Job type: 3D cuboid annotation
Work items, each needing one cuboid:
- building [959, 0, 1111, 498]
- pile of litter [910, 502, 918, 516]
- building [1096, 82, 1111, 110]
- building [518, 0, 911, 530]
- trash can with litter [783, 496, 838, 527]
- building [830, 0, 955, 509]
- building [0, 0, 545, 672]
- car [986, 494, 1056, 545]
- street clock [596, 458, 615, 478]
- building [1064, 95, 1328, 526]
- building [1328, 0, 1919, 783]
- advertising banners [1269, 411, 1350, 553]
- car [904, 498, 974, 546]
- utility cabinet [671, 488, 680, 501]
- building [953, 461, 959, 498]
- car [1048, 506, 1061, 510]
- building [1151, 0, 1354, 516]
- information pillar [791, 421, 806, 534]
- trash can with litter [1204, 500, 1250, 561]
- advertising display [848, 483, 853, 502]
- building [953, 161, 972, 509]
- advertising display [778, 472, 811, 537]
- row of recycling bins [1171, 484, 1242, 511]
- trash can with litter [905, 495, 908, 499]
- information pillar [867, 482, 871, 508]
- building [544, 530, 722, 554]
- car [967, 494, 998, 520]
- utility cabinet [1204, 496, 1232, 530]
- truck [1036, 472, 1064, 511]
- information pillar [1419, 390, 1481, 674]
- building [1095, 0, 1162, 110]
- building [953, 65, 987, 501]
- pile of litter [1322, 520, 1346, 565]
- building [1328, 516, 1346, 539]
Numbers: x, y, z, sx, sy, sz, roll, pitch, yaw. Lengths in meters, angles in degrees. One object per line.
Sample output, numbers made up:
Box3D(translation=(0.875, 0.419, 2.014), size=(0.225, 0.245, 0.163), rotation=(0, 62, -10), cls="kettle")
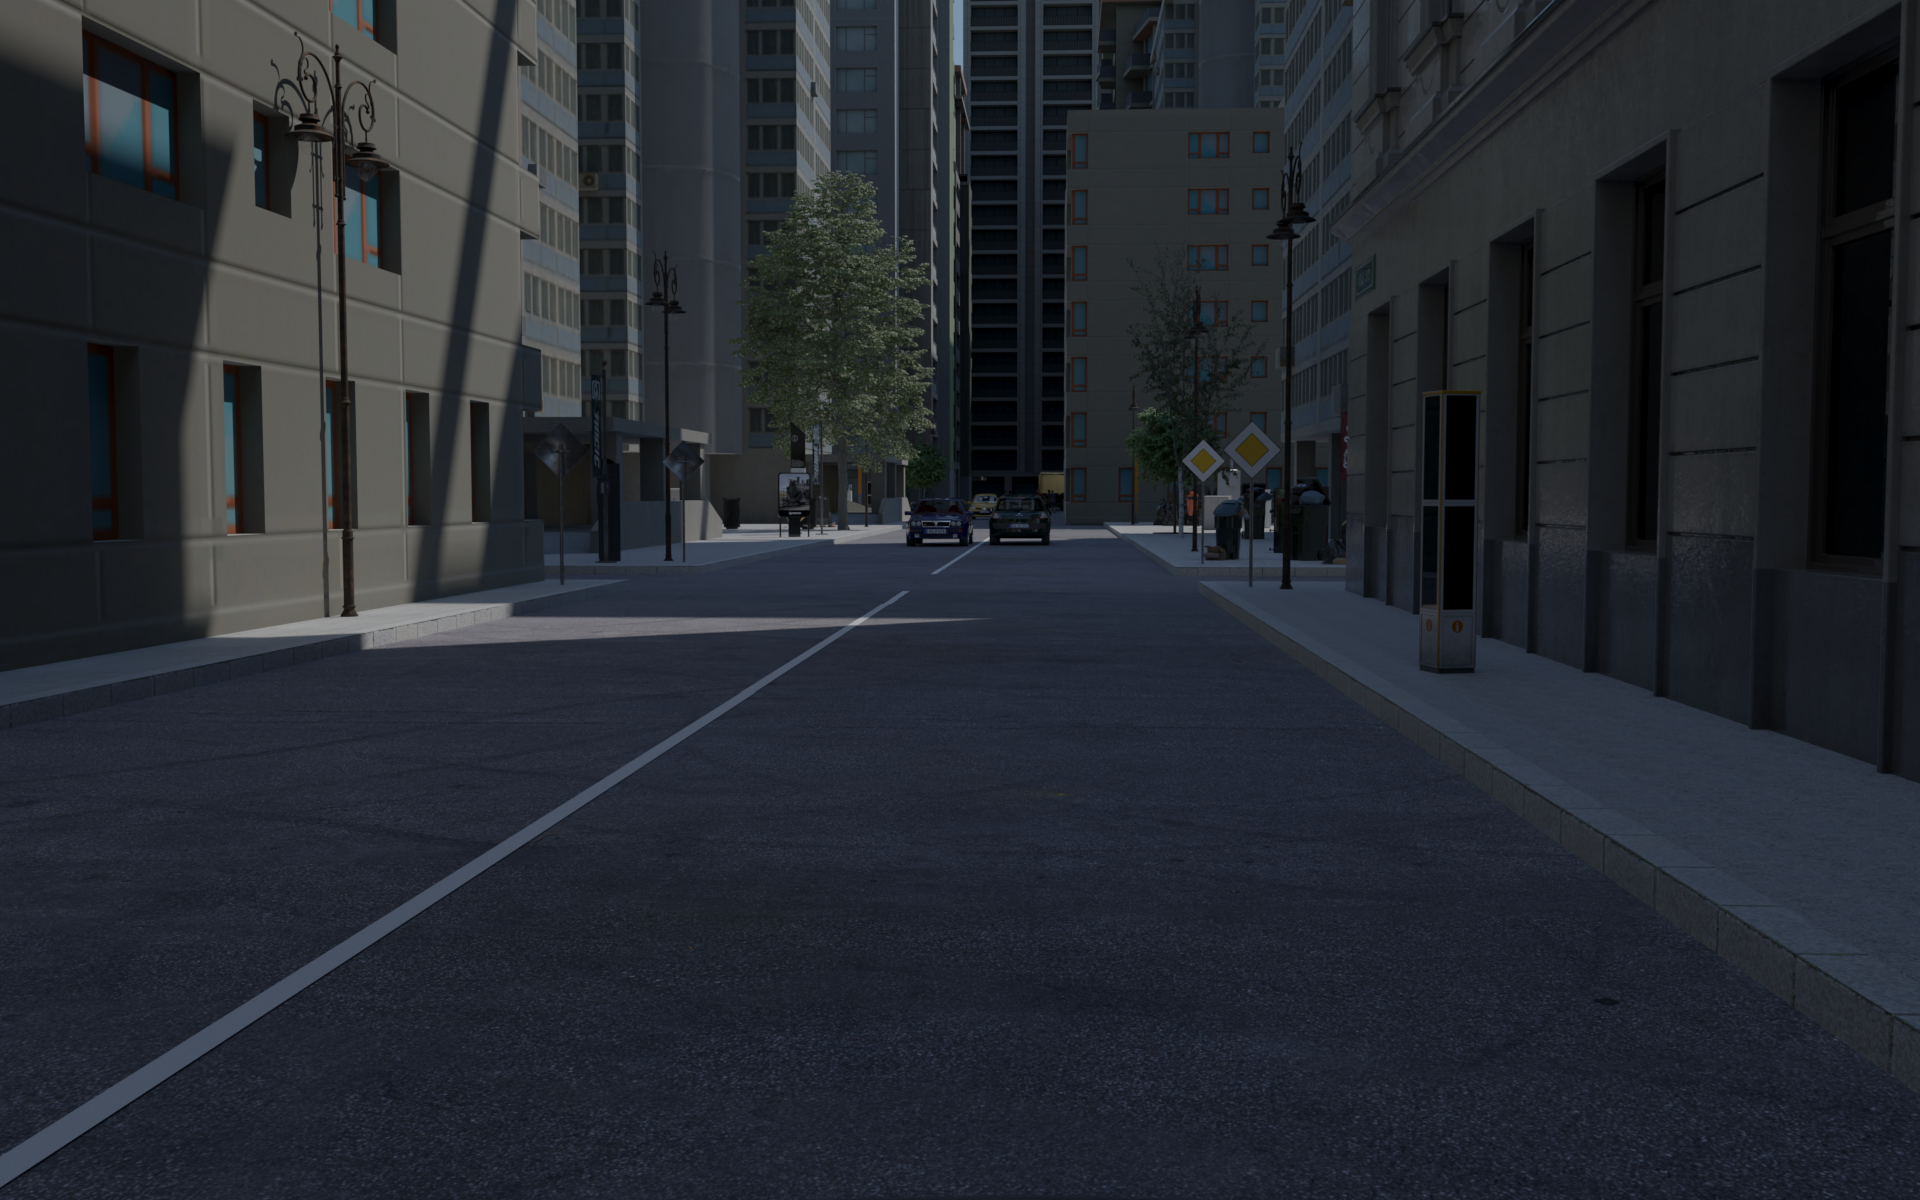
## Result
Box3D(translation=(11.070, -46.527, 198.965), size=(20.611, 71.187, 20.563), rotation=(0, 4, 3), cls="building")
Box3D(translation=(-2.395, -5.231, 99.493), size=(1.719, 0.858, 1.176), rotation=(-3, 5, -43), cls="pile of litter")
Box3D(translation=(20.614, -30.018, 174.385), size=(14.154, 41.232, 14.086), rotation=(0, 4, 3), cls="building")
Box3D(translation=(-18.960, -23.725, 79.784), size=(32.217, 40.220, 23.993), rotation=(0, 4, 3), cls="building")
Box3D(translation=(-5.689, -3.419, 66.961), size=(2.233, 1.210, 1.678), rotation=(0, 4, 6), cls="trash can with litter")
Box3D(translation=(-7.788, -26.356, 114.520), size=(14.154, 41.232, 14.086), rotation=(0, 4, 3), cls="building")
Box3D(translation=(-21.362, -10.214, 12.043), size=(28.899, 21.520, 27.650), rotation=(0, 4, 3), cls="building")
Box3D(translation=(1.739, -2.443, 49.737), size=(2.009, 1.686, 4.222), rotation=(0, 4, 3), cls="car")
Box3D(translation=(-7.201, -1.875, 35.224), size=(0.471, 2.002, 0.358), rotation=(-1, 4, -19), cls="street clock")
Box3D(translation=(19.445, -15.100, 91.927), size=(27.650, 21.520, 28.899), rotation=(0, 4, 3), cls="building")
Box3D(translation=(11.781, -13.693, 0.299), size=(17.030, 29.872, 44.131), rotation=(0, 4, 3), cls="building")
Box3D(translation=(7.634, -2.501, 37.079), size=(2.074, 3.025, 0.090), rotation=(2, 4, 31), cls="advertising banners")
Box3D(translation=(-0.548, -2.205, 48.638), size=(1.945, 1.354, 3.894), rotation=(0, 4, 3), cls="car")
Box3D(translation=(-11.248, -3.631, 68.045), size=(1.173, 1.500, 0.318), rotation=(1, 4, 20), cls="utility cabinet")
Box3D(translation=(-10.493, -42.383, 131.214), size=(20.563, 71.187, 20.611), rotation=(0, 4, 3), cls="building")
Box3D(translation=(8.709, -9.272, 161.813), size=(2.015, 1.641, 3.980), rotation=(0, 4, 3), cls="car")
Box3D(translation=(26.661, -26.491, 125.010), size=(32.217, 40.220, 23.993), rotation=(0, 4, 3), cls="building")
Box3D(translation=(-5.201, -3.926, 55.549), size=(0.504, 3.616, 0.183), rotation=(1, 4, 16), cls="information pillar")
Box3D(translation=(5.168, -1.364, 33.696), size=(0.624, 1.170, 1.055), rotation=(2, 4, 31), cls="trash can with litter")
Box3D(translation=(-6.616, -6.025, 103.722), size=(0.123, 1.923, 0.974), rotation=(1, 4, 11), cls="advertising display")
Box3D(translation=(-6.336, -23.151, 150.218), size=(14.160, 30.474, 14.107), rotation=(0, 4, 3), cls="building")
Box3D(translation=(-4.942, -2.839, 51.626), size=(0.974, 1.923, 0.123), rotation=(-1, 4, -14), cls="advertising display")
Box3D(translation=(10.540, -3.981, 72.202), size=(3.534, 1.692, 1.069), rotation=(1, 4, 11), cls="row of recycling bins")
Box3D(translation=(-3.047, -5.729, 104.721), size=(2.233, 1.210, 1.678), rotation=(1, 4, 20), cls="trash can with litter")
Box3D(translation=(-5.471, -6.129, 104.708), size=(0.304, 2.012, 0.304), rotation=(0, 4, -5), cls="information pillar")
Box3D(translation=(-23.494, -21.533, 43.941), size=(32.217, 40.220, 23.993), rotation=(0, 4, 3), cls="building")
Box3D(translation=(1.455, -5.347, 97.648), size=(2.015, 1.641, 3.980), rotation=(0, 4, 3), cls="car")
Box3D(translation=(9.188, -3.106, 61.948), size=(1.020, 1.237, 0.306), rotation=(3, 4, 36), cls="utility cabinet")
Box3D(translation=(8.188, -9.410, 149.779), size=(3.469, 3.379, 9.791), rotation=(0, 4, 4), cls="truck")
Box3D(translation=(3.518, -0.487, 12.455), size=(0.304, 2.012, 0.304), rotation=(-1, 4, -12), cls="information pillar")
Box3D(translation=(23.036, -30.431, 152.169), size=(22.147, 44.769, 28.867), rotation=(0, 4, 3), cls="building")
Box3D(translation=(-12.176, -31.709, 173.068), size=(28.867, 44.769, 22.147), rotation=(0, 4, 3), cls="building")
Box3D(translation=(7.425, -1.099, 31.928), size=(1.719, 0.858, 1.176), rotation=(-1, 4, -10), cls="pile of litter")
Box3D(translation=(21.589, -21.640, 45.702), size=(23.993, 40.220, 32.217), rotation=(0, 4, 3), cls="building")
